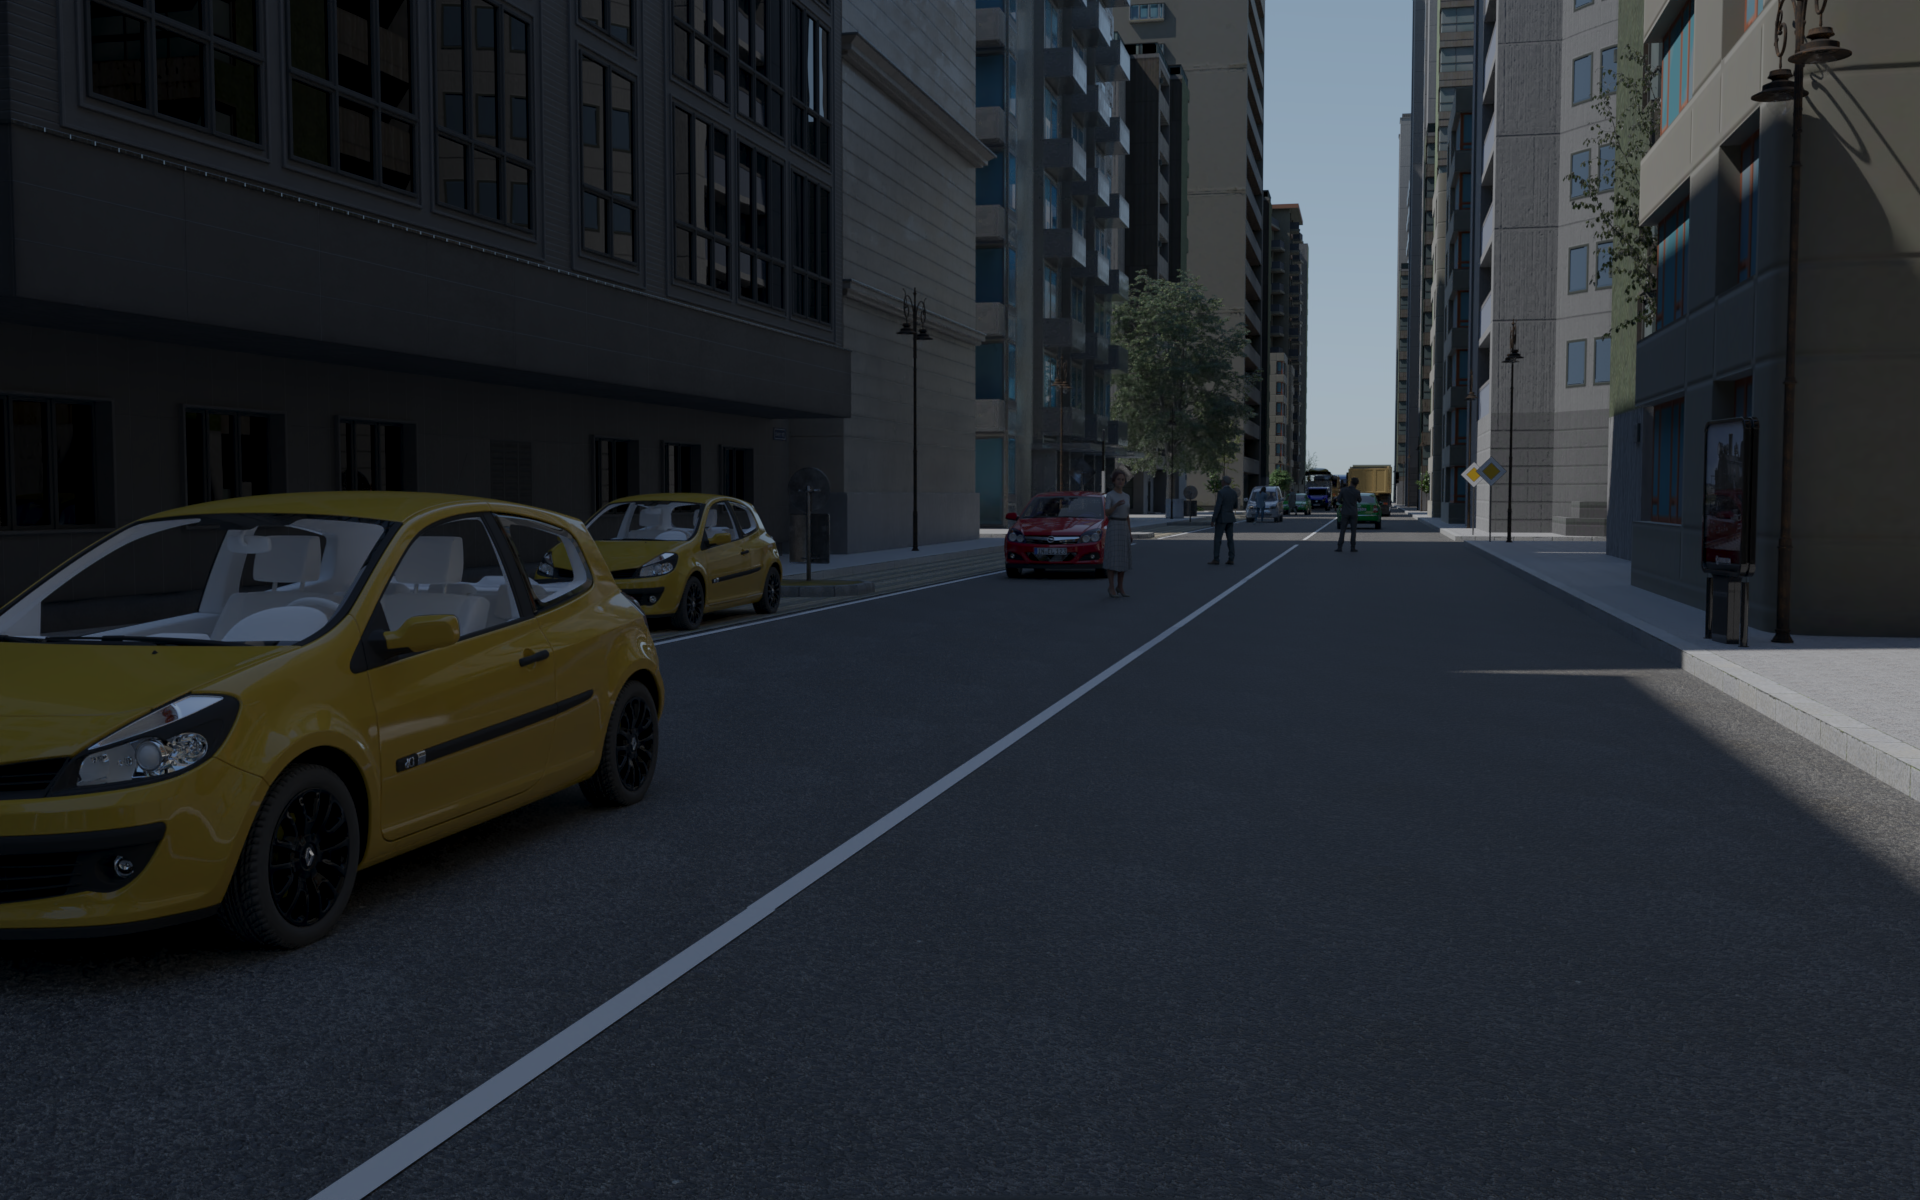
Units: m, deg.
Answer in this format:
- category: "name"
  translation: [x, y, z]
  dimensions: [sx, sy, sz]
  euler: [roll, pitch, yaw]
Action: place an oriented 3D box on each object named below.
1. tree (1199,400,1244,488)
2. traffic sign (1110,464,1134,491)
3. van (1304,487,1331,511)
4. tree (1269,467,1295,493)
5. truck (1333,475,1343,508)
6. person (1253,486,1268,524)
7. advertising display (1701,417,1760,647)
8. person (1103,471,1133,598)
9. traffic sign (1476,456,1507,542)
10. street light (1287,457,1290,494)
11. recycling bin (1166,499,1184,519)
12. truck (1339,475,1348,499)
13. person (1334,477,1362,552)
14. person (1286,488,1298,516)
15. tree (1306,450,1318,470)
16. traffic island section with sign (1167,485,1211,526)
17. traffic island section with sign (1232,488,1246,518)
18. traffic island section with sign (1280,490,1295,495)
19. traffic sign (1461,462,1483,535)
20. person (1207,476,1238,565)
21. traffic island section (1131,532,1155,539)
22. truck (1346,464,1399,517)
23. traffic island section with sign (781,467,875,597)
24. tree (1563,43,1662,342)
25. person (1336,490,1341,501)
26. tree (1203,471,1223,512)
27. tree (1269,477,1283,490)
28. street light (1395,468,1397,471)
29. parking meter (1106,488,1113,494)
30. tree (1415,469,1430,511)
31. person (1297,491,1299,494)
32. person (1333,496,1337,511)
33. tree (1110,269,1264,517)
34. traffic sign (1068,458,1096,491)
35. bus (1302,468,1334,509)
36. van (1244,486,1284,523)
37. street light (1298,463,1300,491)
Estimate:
- category: "tree"
  translation: [19.016, -10.799, 126.923]
  dimensions: [4.737, 8.622, 4.395]
  euler: [0, 3, 0]
- category: "traffic sign"
  translation: [5.285, -3.240, 56.618]
  dimensions: [0.795, 2.450, 0.064]
  euler: [1, 4, 13]
- category: "van"
  translation: [30.675, -8.800, 148.270]
  dimensions: [2.240, 2.365, 5.245]
  euler: [1, 4, 15]
- category: "tree"
  translation: [37.511, -13.408, 202.926]
  dimensions: [4.285, 4.588, 4.351]
  euler: [0, 3, 0]
- category: "truck"
  translation: [37.957, -11.214, 179.265]
  dimensions: [3.469, 3.379, 9.791]
  euler: [1, 4, 13]
- category: "person"
  translation: [14.182, -4.468, 81.822]
  dimensions: [0.793, 1.790, 0.793]
  euler: [-1, 4, -8]
- category: "advertising display"
  translation: [6.610, -0.592, 14.899]
  dimensions: [0.123, 1.923, 0.974]
  euler: [0, 4, 5]
- category: "person"
  translation: [2.237, -0.914, 24.022]
  dimensions: [0.480, 1.755, 0.524]
  euler: [-3, 4, -37]
- category: "traffic sign"
  translation: [14.180, -2.608, 46.284]
  dimensions: [0.795, 2.450, 0.064]
  euler: [1, 4, 13]
- category: "street light"
  translation: [40.333, -14.674, 212.711]
  dimensions: [0.468, 5.910, 1.993]
  euler: [1, 4, 13]
- category: "recycling bin"
  translation: [11.290, -4.796, 90.966]
  dimensions: [0.722, 1.027, 0.722]
  euler: [3, 5, 44]
- category: "truck"
  translation: [53.614, -15.573, 244.374]
  dimensions: [2.967, 4.110, 18.799]
  euler: [1, 4, 12]
- category: "person"
  translation: [9.656, -2.127, 43.077]
  dimensions: [0.655, 1.846, 0.447]
  euler: [1, 4, 12]
- category: "person"
  translation: [22.141, -6.539, 115.514]
  dimensions: [0.694, 1.812, 0.767]
  euler: [-3, 4, -38]
- category: "tree"
  translation: [57.411, -20.512, 285.725]
  dimensions: [4.360, 8.622, 3.978]
  euler: [0, 3, 0]
- category: "traffic island section with sign"
  translation: [10.501, -4.287, 78.721]
  dimensions: [1.989, 1.847, 2.006]
  euler: [1, 4, 13]
- category: "traffic island section with sign"
  translation: [16.736, -5.891, 104.948]
  dimensions: [1.989, 1.847, 2.006]
  euler: [1, 4, 13]
- category: "traffic island section with sign"
  translation: [34.639, -10.498, 180.272]
  dimensions: [1.989, 1.847, 2.006]
  euler: [1, 4, 13]
- category: "traffic sign"
  translation: [16.027, -3.083, 54.054]
  dimensions: [0.795, 2.450, 0.064]
  euler: [1, 4, 13]
- category: "person"
  translation: [5.337, -1.627, 35.280]
  dimensions: [0.661, 1.801, 0.590]
  euler: [-3, 4, -36]
- category: "traffic island section"
  translation: [5.261, -2.104, 56.685]
  dimensions: [2.009, 0.180, 2.903]
  euler: [1, 4, 13]
- category: "truck"
  translation: [26.627, -7.113, 112.218]
  dimensions: [3.469, 3.379, 9.791]
  euler: [1, 4, 15]
- category: "traffic island section with sign"
  translation: [-2.305, -0.994, 24.886]
  dimensions: [1.989, 1.847, 2.006]
  euler: [1, 4, 13]
- category: "tree"
  translation: [11.222, -4.648, 26.350]
  dimensions: [4.360, 8.622, 3.978]
  euler: [0, 3, 0]
- category: "person"
  translation: [28.869, -7.458, 131.148]
  dimensions: [0.721, 1.735, 1.217]
  euler: [-2, 4, -24]
- category: "tree"
  translation: [18.106, -7.883, 123.496]
  dimensions: [1.663, 3.219, 1.824]
  euler: [0, 3, 0]
- category: "tree"
  translation: [36.422, -12.538, 199.591]
  dimensions: [1.663, 3.219, 1.824]
  euler: [0, 3, 0]
- category: "street light"
  translation: [55.888, -15.117, 219.948]
  dimensions: [0.468, 5.910, 1.993]
  euler: [1, 4, 13]
- category: "parking meter"
  translation: [5.892, -3.625, 67.687]
  dimensions: [0.372, 1.533, 0.369]
  euler: [0, 3, 0]
- category: "tree"
  translation: [35.231, -8.296, 130.249]
  dimensions: [1.663, 3.219, 1.824]
  euler: [0, 3, 0]
- category: "person"
  translation: [37.632, -11.283, 192.991]
  dimensions: [0.705, 1.823, 1.348]
  euler: [1, 4, 18]
- category: "person"
  translation: [31.218, -8.050, 143.299]
  dimensions: [0.628, 1.438, 0.799]
  euler: [1, 4, 17]
- category: "tree"
  translation: [12.087, -11.699, 97.941]
  dimensions: [9.857, 13.997, 8.962]
  euler: [0, 3, 0]
- category: "traffic sign"
  translation: [3.439, -2.765, 48.849]
  dimensions: [0.795, 2.450, 0.064]
  euler: [1, 4, 13]
- category: "bus"
  translation: [34.478, -10.688, 166.291]
  dimensions: [2.896, 3.916, 12.252]
  euler: [1, 4, 13]
- category: "van"
  translation: [15.601, -4.990, 88.598]
  dimensions: [2.013, 2.044, 4.112]
  euler: [1, 4, 14]
- category: "street light"
  translation: [47.652, -16.572, 243.733]
  dimensions: [0.468, 5.910, 1.993]
  euler: [1, 4, 13]
